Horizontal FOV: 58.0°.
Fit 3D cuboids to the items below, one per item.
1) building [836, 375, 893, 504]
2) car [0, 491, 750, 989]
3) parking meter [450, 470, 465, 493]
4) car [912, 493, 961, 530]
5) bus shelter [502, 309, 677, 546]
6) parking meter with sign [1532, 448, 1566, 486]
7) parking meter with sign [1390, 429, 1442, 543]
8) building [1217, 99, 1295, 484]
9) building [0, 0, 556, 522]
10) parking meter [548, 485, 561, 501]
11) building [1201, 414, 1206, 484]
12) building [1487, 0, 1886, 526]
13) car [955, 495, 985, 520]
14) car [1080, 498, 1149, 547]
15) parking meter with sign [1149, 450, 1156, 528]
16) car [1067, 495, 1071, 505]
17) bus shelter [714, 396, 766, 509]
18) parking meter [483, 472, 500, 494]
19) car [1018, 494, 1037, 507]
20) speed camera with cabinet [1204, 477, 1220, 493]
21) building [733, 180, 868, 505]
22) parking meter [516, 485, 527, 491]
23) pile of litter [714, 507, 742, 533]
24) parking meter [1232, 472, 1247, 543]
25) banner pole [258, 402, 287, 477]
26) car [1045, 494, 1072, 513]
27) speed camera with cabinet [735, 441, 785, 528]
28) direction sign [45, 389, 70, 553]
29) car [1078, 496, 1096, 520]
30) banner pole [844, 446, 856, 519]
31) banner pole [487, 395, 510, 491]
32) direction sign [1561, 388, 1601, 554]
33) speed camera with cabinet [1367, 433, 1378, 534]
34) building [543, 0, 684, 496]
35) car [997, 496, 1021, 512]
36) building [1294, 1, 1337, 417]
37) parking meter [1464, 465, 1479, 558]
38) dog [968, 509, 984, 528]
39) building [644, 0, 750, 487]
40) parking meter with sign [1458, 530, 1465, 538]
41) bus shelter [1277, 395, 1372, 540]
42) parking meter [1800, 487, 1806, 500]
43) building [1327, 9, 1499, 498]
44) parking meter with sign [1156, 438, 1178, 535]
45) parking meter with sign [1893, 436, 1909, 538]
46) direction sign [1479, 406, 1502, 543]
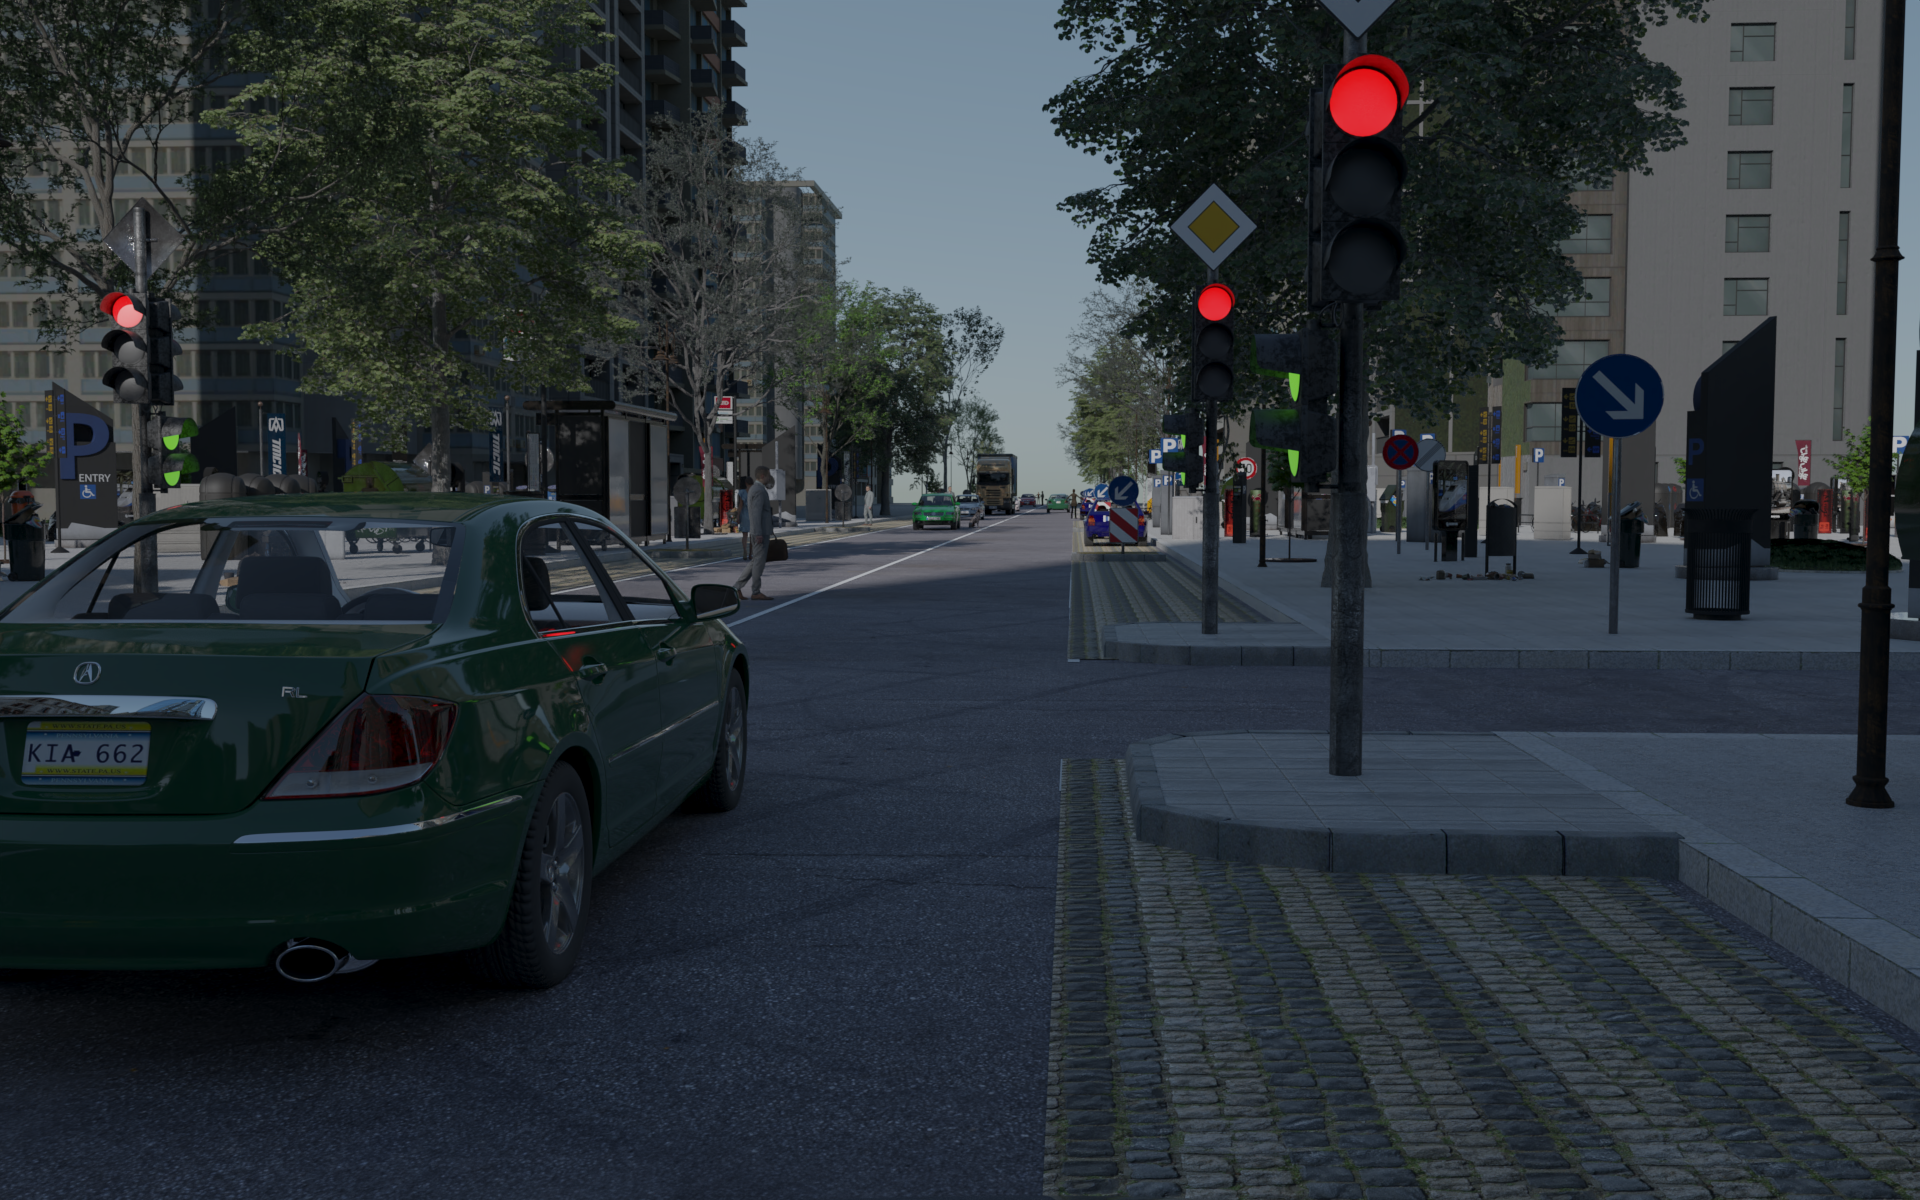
[{"bbox_3d":[-24.149,-23.567,230.362,27.650,21.520,28.899,0,4,4],"label":"building"},{"bbox_3d":[-1.985,0.325,6.483,2.131,1.459,4.920,0,4,3],"label":"car"},{"bbox_3d":[-12.041,-2.182,41.387,0.399,1.863,0.255,1,4,20],"label":"parking meter"},{"bbox_3d":[-0.934,-3.762,70.297,1.959,1.807,4.718,0,4,3],"label":"car"},{"bbox_3d":[-8.635,-3.825,40.165,2.179,5.291,8.768,0,4,4],"label":"bus shelter"},{"bbox_3d":[22.293,-4.202,64.964,0.543,3.016,1.738,-2,4,-28],"label":"parking meter with sign"},{"bbox_3d":[12.304,-3.055,46.211,0.543,3.016,1.738,-2,4,-34],"label":"parking meter with sign"},{"bbox_3d":[41.557,-35.656,206.669,21.300,48.544,21.600,0,4,4],"label":"building"},{"bbox_3d":[-32.961,-23.733,79.919,32.217,40.220,23.993,0,4,4],"label":"building"},{"bbox_3d":[-11.046,-2.372,47.195,0.372,1.533,0.369,0,3,0],"label":"parking meter"},{"bbox_3d":[44.220,-35.368,232.888,22.147,44.769,28.867,0,4,4],"label":"building"},{"bbox_3d":[30.714,-18.632,76.334,14.160,30.474,14.107,0,4,4],"label":"building"},{"bbox_3d":[0.395,-5.142,96.075,2.014,1.417,4.499,0,4,5],"label":"car"},{"bbox_3d":[4.316,-2.184,48.293,1.945,1.354,3.894,0,4,4],"label":"car"},{"bbox_3d":[7.621,-4.325,66.971,0.543,3.016,1.738,0,4,4],"label":"parking meter with sign"},{"bbox_3d":[13.108,-12.690,219.845,2.083,1.381,4.827,0,4,5],"label":"car"},{"bbox_3d":[-8.786,-5.861,73.464,2.179,5.291,8.768,0,4,4],"label":"bus shelter"},{"bbox_3d":[-12.311,-2.434,45.503,0.399,1.863,0.255,2,4,31],"label":"parking meter"},{"bbox_3d":[7.610,-11.322,194.158,2.155,1.783,4.494,0,4,5],"label":"car"},{"bbox_3d":[12.961,-5.637,86.507,0.660,3.252,2.038,-2,4,-25],"label":"speed camera with cabinet"},{"bbox_3d":[-27.537,-31.265,203.068,32.217,40.220,23.993,0,4,4],"label":"building"},{"bbox_3d":[-12.756,-2.574,50.504,0.372,1.533,0.369,0,3,0],"label":"parking meter"},{"bbox_3d":[-7.751,-2.659,57.440,1.176,0.858,1.719,0,4,-8],"label":"pile of litter"},{"bbox_3d":[7.276,-2.407,45.073,0.255,1.863,0.399,2,4,32],"label":"parking meter"},{"bbox_3d":[-18.754,-3.495,47.155,0.863,3.779,0.401,-2,4,-28],"label":"banner pole"},{"bbox_3d":[7.639,-7.501,134.446,2.131,1.459,4.920,0,4,3],"label":"car"},{"bbox_3d":[-7.558,-4.345,65.380,2.038,3.252,0.660,2,4,33],"label":"speed camera with cabinet"},{"bbox_3d":[-19.629,-2.793,37.665,0.876,3.537,0.379,3,4,37],"label":"direction sign"},{"bbox_3d":[7.553,-5.156,96.882,1.945,1.354,3.894,0,4,4],"label":"car"},{"bbox_3d":[-5.718,-6.065,89.181,0.401,3.779,0.863,3,4,37],"label":"banner pole"},{"bbox_3d":[-11.613,-3.294,43.872,0.401,3.779,0.863,2,4,34],"label":"banner pole"},{"bbox_3d":[13.235,-2.749,36.950,0.876,3.537,0.379,0,4,-6],"label":"direction sign"},{"bbox_3d":[13.418,-3.832,56.983,0.660,3.252,2.038,1,4,15],"label":"speed camera with cabinet"},{"bbox_3d":[-27.684,-40.599,102.038,20.563,71.187,20.611,0,4,4],"label":"building"},{"bbox_3d":[4.010,-7.985,142.919,2.083,1.381,4.827,0,4,2],"label":"car"},{"bbox_3d":[36.975,-36.298,135.479,21.231,58.520,28.212,0,4,4],"label":"building"},{"bbox_3d":[10.372,-1.799,35.122,0.255,1.863,0.399,1,4,17],"label":"parking meter"},{"bbox_3d":[0.579,-3.477,73.679,0.513,0.831,0.800,-3,4,-38],"label":"dog"},{"bbox_3d":[-27.909,-28.948,127.917,22.147,44.769,28.867,0,4,4],"label":"building"},{"bbox_3d":[14.207,-3.320,50.543,1.738,3.016,0.543,-2,4,-34],"label":"parking meter with sign"},{"bbox_3d":[10.715,-4.586,52.612,2.179,5.291,8.768,0,4,4],"label":"bus shelter"},{"bbox_3d":[29.685,-3.224,61.127,0.372,1.533,0.369,0,3,0],"label":"parking meter"},{"bbox_3d":[35.178,-41.098,110.196,20.563,71.187,20.611,0,4,4],"label":"building"},{"bbox_3d":[6.566,-3.572,54.656,0.543,3.016,1.738,0,4,5],"label":"parking meter with sign"},{"bbox_3d":[27.834,-3.345,50.954,0.543,3.016,1.738,1,4,12],"label":"parking meter with sign"},{"bbox_3d":[13.741,-3.239,44.959,0.379,3.537,0.876,-1,4,-19],"label":"direction sign"}]
